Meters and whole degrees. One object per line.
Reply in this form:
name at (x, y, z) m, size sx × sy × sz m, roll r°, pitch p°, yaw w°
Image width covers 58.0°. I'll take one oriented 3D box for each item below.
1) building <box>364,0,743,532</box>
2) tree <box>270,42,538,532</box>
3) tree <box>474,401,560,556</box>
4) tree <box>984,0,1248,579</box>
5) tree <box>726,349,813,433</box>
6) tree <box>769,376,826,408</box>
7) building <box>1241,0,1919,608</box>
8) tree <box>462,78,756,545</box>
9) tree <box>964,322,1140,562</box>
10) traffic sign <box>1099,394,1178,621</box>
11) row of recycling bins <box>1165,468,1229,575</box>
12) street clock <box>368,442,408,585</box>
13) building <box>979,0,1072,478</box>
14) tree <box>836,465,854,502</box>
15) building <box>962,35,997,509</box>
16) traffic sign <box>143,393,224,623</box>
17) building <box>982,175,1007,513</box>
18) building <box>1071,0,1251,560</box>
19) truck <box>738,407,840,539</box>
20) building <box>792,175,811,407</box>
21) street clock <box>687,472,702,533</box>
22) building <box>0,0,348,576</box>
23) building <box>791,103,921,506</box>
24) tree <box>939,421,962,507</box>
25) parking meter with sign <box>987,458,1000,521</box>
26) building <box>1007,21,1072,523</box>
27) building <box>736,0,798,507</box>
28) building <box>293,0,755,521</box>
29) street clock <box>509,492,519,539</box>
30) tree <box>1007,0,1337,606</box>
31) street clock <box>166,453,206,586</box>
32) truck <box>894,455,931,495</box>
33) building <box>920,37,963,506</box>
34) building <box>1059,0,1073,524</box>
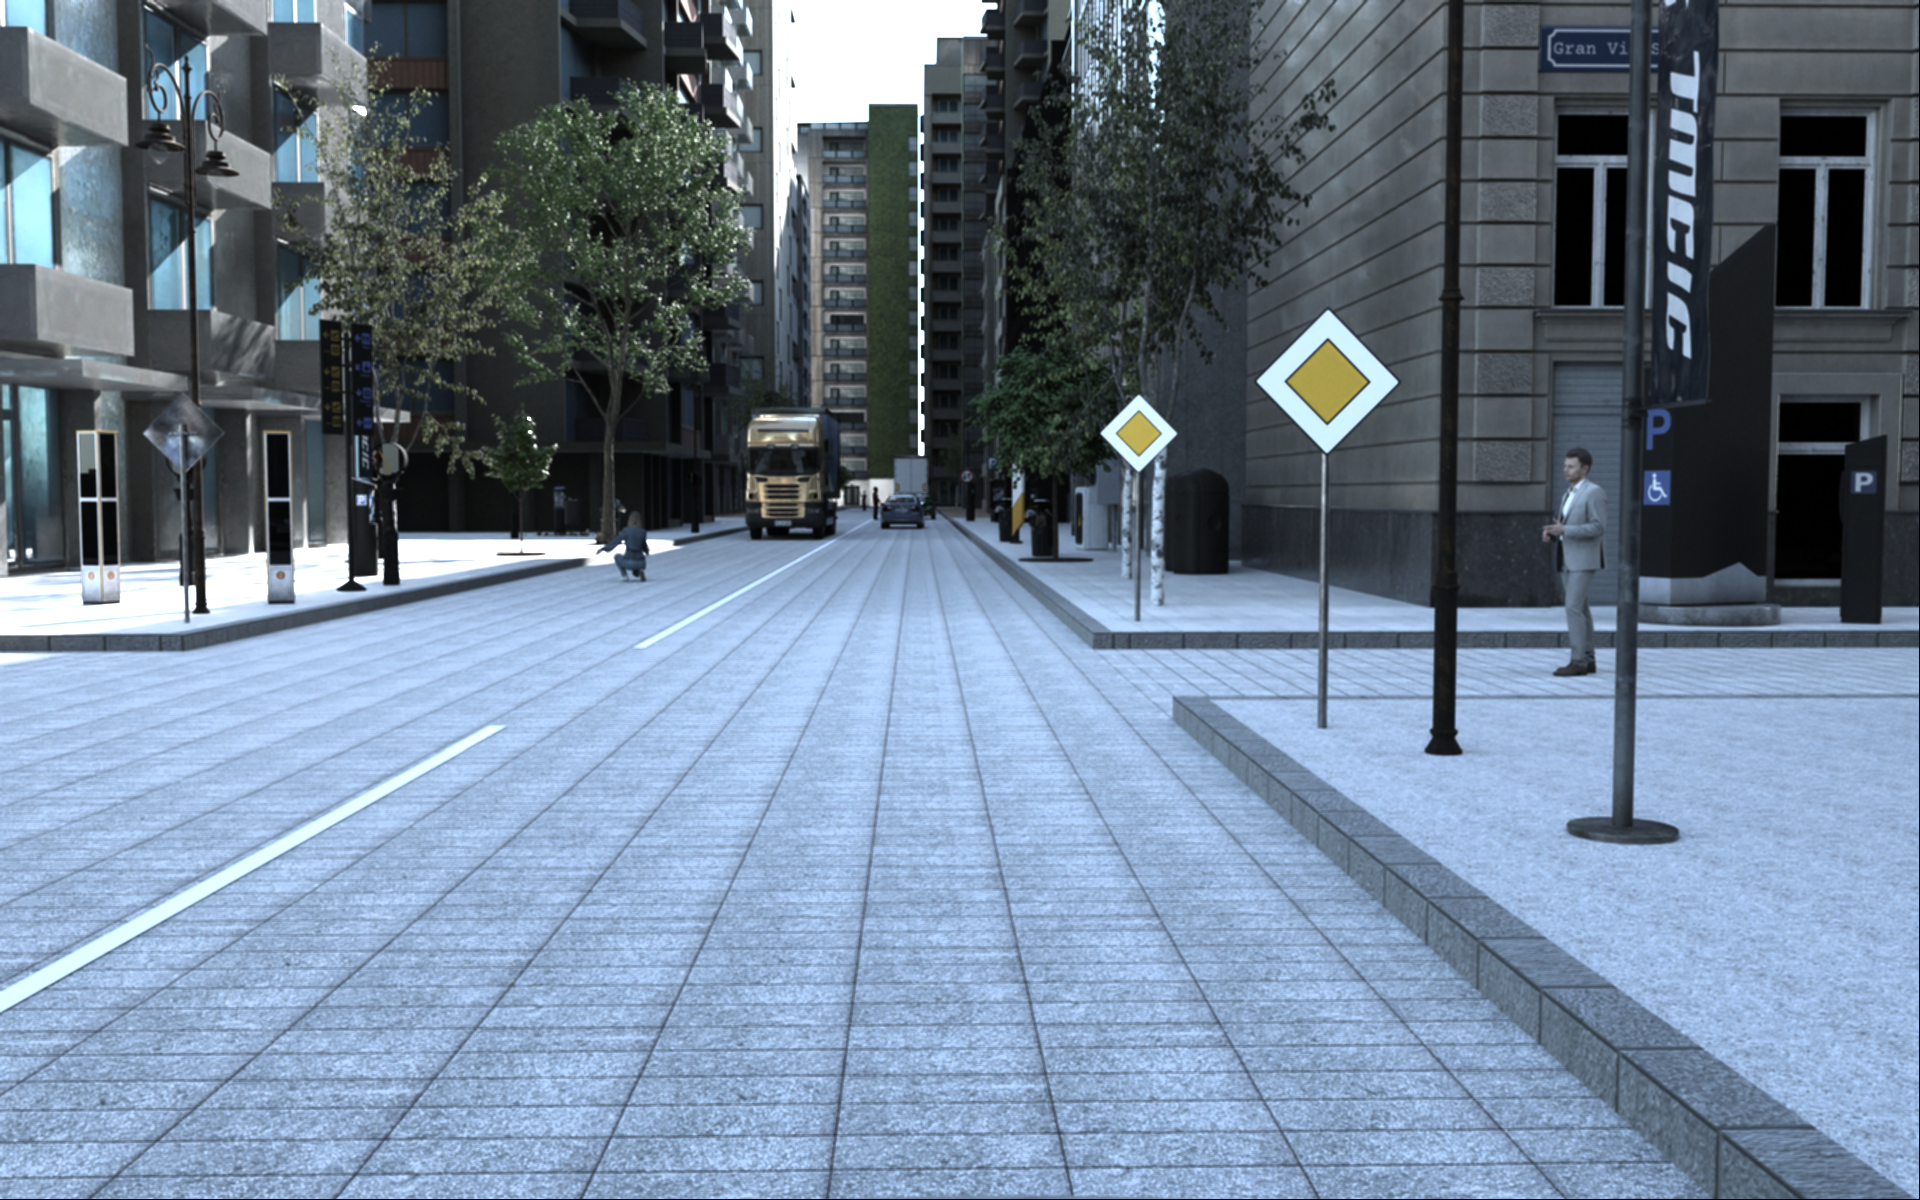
building at (-20.747, -25.410, 70.081) m, size 22.147 × 44.769 × 28.867 m, roll 0°, pitch 4°, yaw -1°
tree at (-9.393, -4.791, 28.697) m, size 4.360 × 8.622 × 3.978 m, roll 0°, pitch 3°, yaw 0°
tree at (-9.074, -2.539, 36.108) m, size 1.663 × 3.219 × 1.824 m, roll 0°, pitch 3°, yaw 0°
tree at (2.490, -4.641, 26.245) m, size 4.737 × 8.622 × 4.395 m, roll 0°, pitch 3°, yaw 0°
tree at (-9.987, -8.465, 88.759) m, size 4.737 × 8.622 × 4.395 m, roll 0°, pitch 3°, yaw 0°
tree at (-10.332, -9.705, 109.033) m, size 4.360 × 8.622 × 3.978 m, roll 0°, pitch 3°, yaw 0°
building at (17.277, -13.905, 24.617) m, size 25.104 × 27.353 × 12.463 m, roll 0°, pitch 4°, yaw -1°
tree at (-8.752, -7.204, 43.540) m, size 9.928 × 11.665 × 9.643 m, roll 0°, pitch 3°, yaw 0°
tree at (1.803, -3.032, 33.294) m, size 4.285 × 4.588 × 4.351 m, roll 0°, pitch 3°, yaw 0°
traffic sign at (1.789, -0.842, 17.414) m, size 0.795 × 2.450 × 0.064 m, roll 0°, pitch 4°, yaw -1°
row of recycling bins at (3.940, -1.355, 29.265) m, size 1.069 × 1.692 × 3.534 m, roll 0°, pitch 4°, yaw 4°
street clock at (-8.025, -1.213, 24.395) m, size 0.471 × 2.002 × 0.358 m, roll 0°, pitch 4°, yaw -4°
building at (12.784, -29.499, 136.934) m, size 22.147 × 44.769 × 28.867 m, roll 0°, pitch 4°, yaw -1°
tree at (-12.064, -11.363, 169.502) m, size 4.285 × 4.588 × 4.351 m, roll 0°, pitch 3°, yaw 0°
building at (7.130, -29.058, 158.688) m, size 14.154 × 41.232 × 14.086 m, roll 0°, pitch 4°, yaw -1°
traffic sign at (-7.703, -0.829, 17.204) m, size 0.795 × 2.450 × 0.064 m, roll 0°, pitch 4°, yaw -1°
building at (15.742, -16.135, 108.838) m, size 27.650 × 21.520 × 28.899 m, roll 0°, pitch 4°, yaw -1°
building at (9.650, -13.748, 42.809) m, size 12.078 × 24.808 × 19.932 m, roll 0°, pitch 4°, yaw -1°
truck at (-5.548, -4.247, 58.360) m, size 2.839 × 4.237 × 11.283 m, roll 0°, pitch 4°, yaw -1°
building at (-20.830, -23.685, 158.958) m, size 14.107 × 30.474 × 14.160 m, roll 0°, pitch 4°, yaw -1°
street clock at (-8.783, -3.231, 57.402) m, size 0.471 × 2.002 × 0.358 m, roll 2°, pitch 4°, yaw 32°
building at (-25.069, -25.238, 32.243) m, size 23.786 × 49.044 × 30.456 m, roll 0°, pitch 4°, yaw -1°
building at (-11.236, -30.639, 184.545) m, size 14.086 × 41.232 × 14.154 m, roll 0°, pitch 4°, yaw -1°
tree at (-0.322, -13.390, 169.292) m, size 4.737 × 8.622 × 4.395 m, roll 0°, pitch 3°, yaw 0°
parking meter with sign at (1.632, -5.249, 82.083) m, size 0.543 × 3.016 × 1.738 m, roll 0°, pitch 4°, yaw -5°
building at (8.845, -15.611, 84.922) m, size 12.332 × 23.373 × 15.834 m, roll 0°, pitch 4°, yaw -1°
building at (-26.952, -33.430, 135.819) m, size 28.713 × 52.752 × 27.495 m, roll 0°, pitch 4°, yaw -1°
building at (-24.639, -29.775, 106.437) m, size 23.786 × 49.044 × 30.456 m, roll 0°, pitch 4°, yaw -1°
street clock at (-12.852, -2.775, 49.933) m, size 0.358 × 2.002 × 0.471 m, roll -2°, pitch 4°, yaw -28°
tree at (2.307, -4.257, 19.967) m, size 4.360 × 8.622 × 3.978 m, roll 0°, pitch 3°, yaw 0°
street clock at (-10.801, -1.202, 24.224) m, size 0.471 × 2.002 × 0.358 m, roll 0°, pitch 4°, yaw 6°
truck at (-3.598, -8.630, 130.015) m, size 2.839 × 4.237 × 11.283 m, roll 0°, pitch 4°, yaw -1°
building at (6.517, -34.530, 188.267) m, size 21.600 × 48.544 × 21.300 m, roll 0°, pitch 4°, yaw -1°
building at (11.197, -16.951, 64.546) m, size 14.401 × 28.519 × 23.554 m, roll 0°, pitch 4°, yaw -1°
